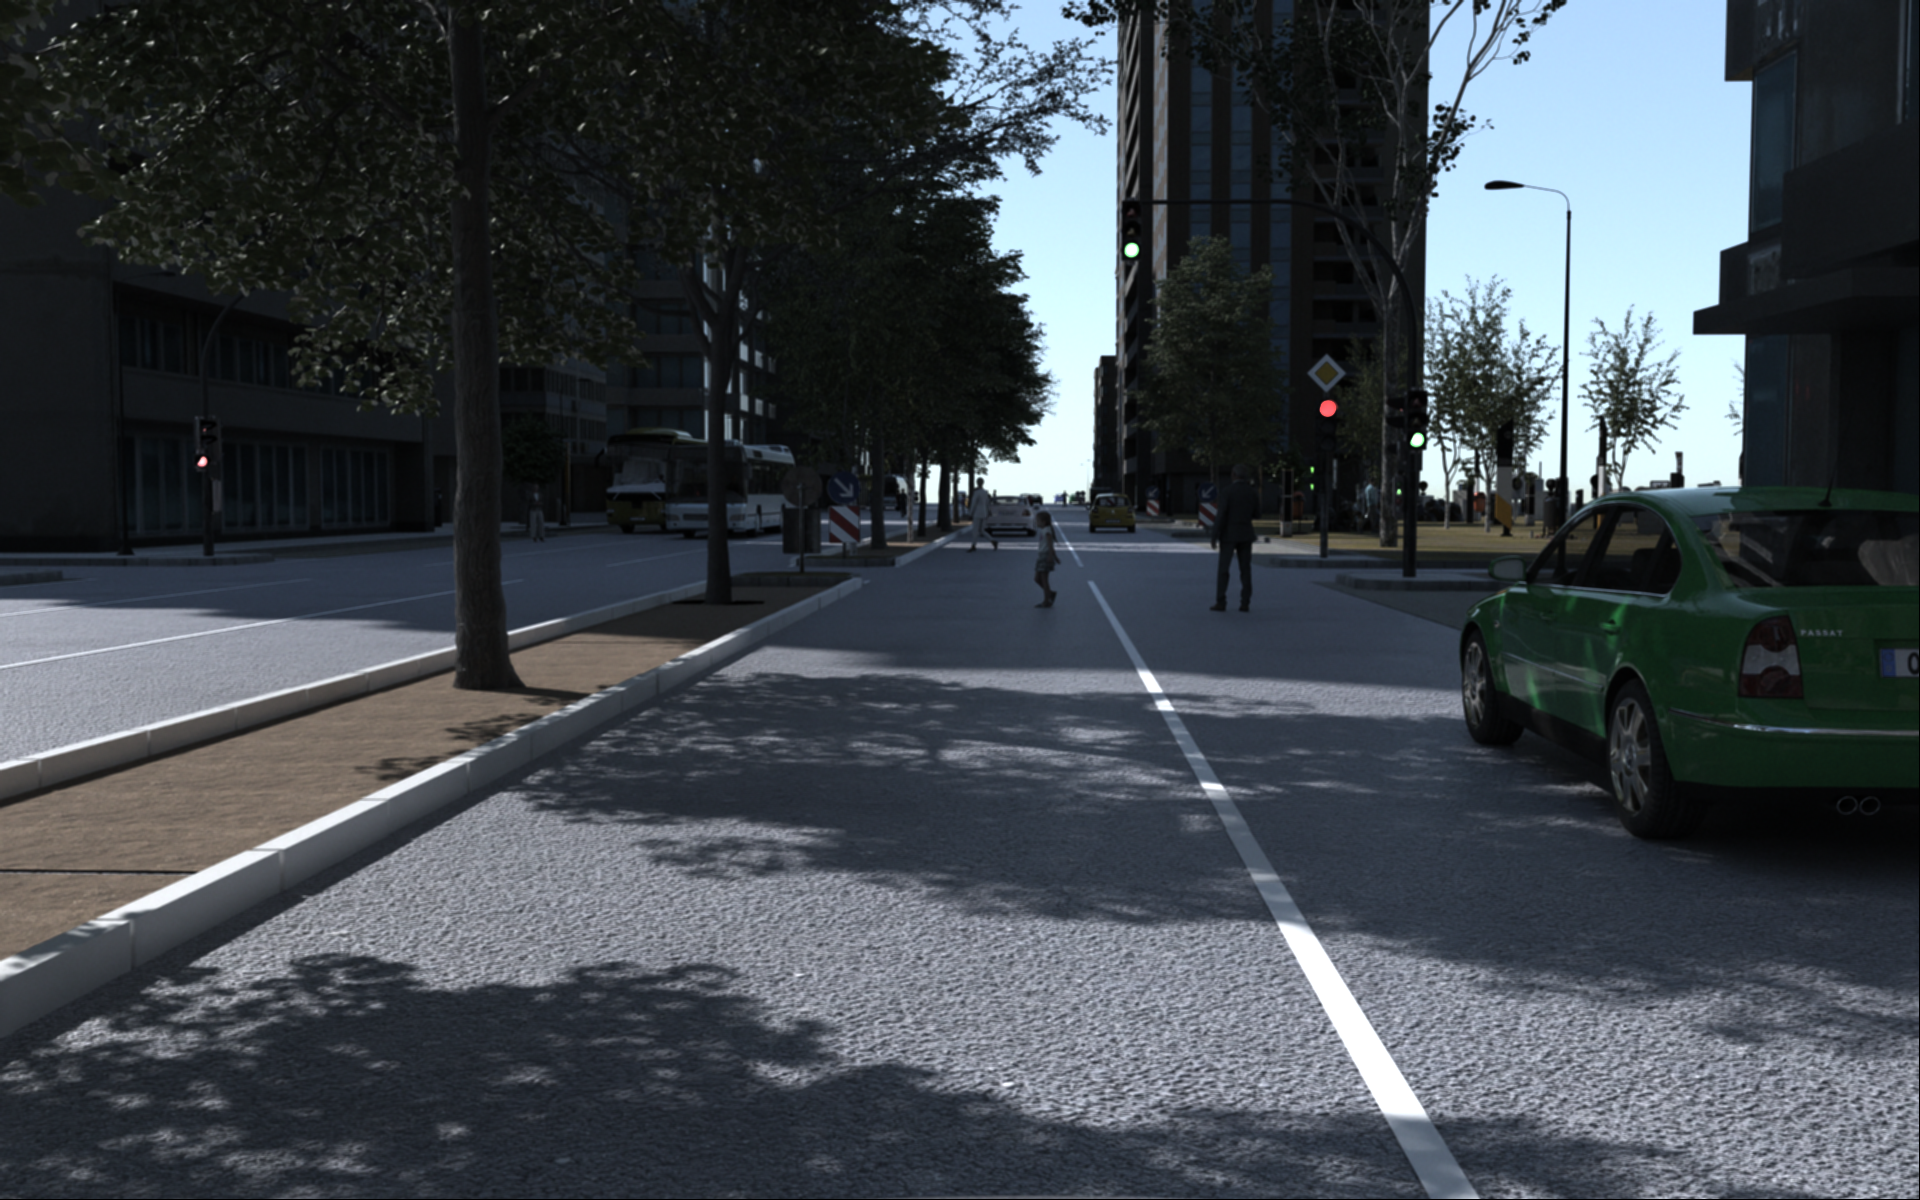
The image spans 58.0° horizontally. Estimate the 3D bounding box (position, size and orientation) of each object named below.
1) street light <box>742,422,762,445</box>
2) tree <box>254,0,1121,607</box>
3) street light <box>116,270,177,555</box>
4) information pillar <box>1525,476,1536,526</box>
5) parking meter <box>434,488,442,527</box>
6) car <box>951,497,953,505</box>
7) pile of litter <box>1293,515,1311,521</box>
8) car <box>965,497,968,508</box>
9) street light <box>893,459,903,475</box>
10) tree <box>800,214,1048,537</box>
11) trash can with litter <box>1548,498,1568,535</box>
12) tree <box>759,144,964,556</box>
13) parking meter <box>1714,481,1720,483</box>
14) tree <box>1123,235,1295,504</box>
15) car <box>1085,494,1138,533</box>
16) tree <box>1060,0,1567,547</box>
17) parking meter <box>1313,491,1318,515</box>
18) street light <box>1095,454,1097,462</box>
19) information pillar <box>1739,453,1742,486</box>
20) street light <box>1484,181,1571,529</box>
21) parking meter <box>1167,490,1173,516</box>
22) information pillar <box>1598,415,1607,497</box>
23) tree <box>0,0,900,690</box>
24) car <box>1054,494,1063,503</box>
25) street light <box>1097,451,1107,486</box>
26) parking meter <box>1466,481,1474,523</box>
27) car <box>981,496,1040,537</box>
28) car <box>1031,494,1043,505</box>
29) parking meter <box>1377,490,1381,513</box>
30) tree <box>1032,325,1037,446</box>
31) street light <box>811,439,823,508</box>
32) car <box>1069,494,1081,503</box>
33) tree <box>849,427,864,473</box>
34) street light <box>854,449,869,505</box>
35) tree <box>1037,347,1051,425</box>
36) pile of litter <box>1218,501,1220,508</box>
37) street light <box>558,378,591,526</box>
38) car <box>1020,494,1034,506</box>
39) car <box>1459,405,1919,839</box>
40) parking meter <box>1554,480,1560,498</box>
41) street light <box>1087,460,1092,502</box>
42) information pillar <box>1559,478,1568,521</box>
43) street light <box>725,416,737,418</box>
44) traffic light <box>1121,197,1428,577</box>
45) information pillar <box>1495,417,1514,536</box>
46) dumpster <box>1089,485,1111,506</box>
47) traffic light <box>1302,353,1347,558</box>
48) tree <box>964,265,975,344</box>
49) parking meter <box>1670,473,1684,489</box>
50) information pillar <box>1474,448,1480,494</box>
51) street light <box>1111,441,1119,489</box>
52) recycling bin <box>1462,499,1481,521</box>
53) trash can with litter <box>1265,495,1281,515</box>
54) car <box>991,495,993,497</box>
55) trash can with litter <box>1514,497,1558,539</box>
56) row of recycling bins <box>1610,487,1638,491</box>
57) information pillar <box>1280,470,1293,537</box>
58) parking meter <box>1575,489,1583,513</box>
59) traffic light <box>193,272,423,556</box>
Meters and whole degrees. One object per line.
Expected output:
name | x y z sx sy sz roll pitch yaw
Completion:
street light | -13.533 -8.540 112.176 1.470 5.913 1.316 0 4 3
tree | -3.160 -6.690 22.213 12.009 13.543 11.850 0 3 0
street light | -16.969 -3.890 36.142 1.470 5.913 1.316 0 4 3
information pillar | 22.937 -3.986 69.666 0.304 2.012 0.304 0 4 -2
parking meter | -20.407 -3.616 67.537 0.372 1.533 0.369 0 3 0
car | -0.088 -13.409 231.038 2.131 1.459 4.920 0 4 3
pile of litter | 16.216 -4.298 84.238 1.176 0.858 1.719 -3 5 -43
car | 1.434 -10.075 174.952 2.015 1.641 3.980 0 4 2
street light | -8.287 -15.738 229.849 1.470 5.913 1.316 0 4 3
tree | -1.333 -7.367 57.325 8.767 10.594 7.601 0 4 3
trash can with litter | 18.634 -2.608 54.030 0.624 1.170 1.055 1 4 18
tree | -2.261 -5.099 36.191 4.737 8.622 4.395 0 3 0
parking meter | 33.844 -4.390 77.490 0.255 1.863 0.399 2 4 28
tree | 11.053 -9.699 76.702 7.486 12.596 7.792 0 3 0
car | 5.754 -3.390 65.645 2.015 1.641 3.980 0 4 4
tree | 9.294 -11.407 42.400 12.611 20.169 13.585 0 3 0
parking meter | 22.171 -6.264 108.124 0.255 1.863 0.399 0 4 4
street light | 16.312 -13.918 200.093 1.470 5.913 1.316 0 4 3
information pillar | 41.757 -6.192 92.591 0.183 3.616 0.504 0 4 5
street light | 8.473 -3.258 25.814 1.470 5.913 1.316 0 4 3
parking meter | 12.189 -5.634 100.525 0.372 1.533 0.369 0 3 0
information pillar | 18.908 -3.648 50.998 0.183 3.616 0.504 0 4 4
tree | -3.434 -5.591 11.992 7.486 12.596 7.792 0 3 0
car | 15.388 -15.715 266.522 1.945 1.707 3.694 0 4 2
street light | 15.642 -12.995 185.005 1.470 5.913 1.316 0 4 3
parking meter | 22.504 -4.322 76.375 0.255 1.863 0.399 2 4 25
car | 1.698 -2.899 59.759 2.083 1.381 4.827 0 4 4
car | 10.081 -13.429 231.365 2.131 1.459 4.920 0 4 1
parking meter | 23.458 -5.416 96.970 0.372 1.533 0.369 0 3 0
tree | -2.023 -7.549 44.003 7.486 12.596 7.792 0 3 0
street light | -12.027 -10.617 146.121 1.470 5.913 1.316 0 4 3
car | 17.534 -15.586 263.632 1.959 1.807 4.718 0 4 2
tree | -11.904 -14.399 185.790 4.360 8.622 3.978 0 3 0
street light | -10.449 -12.710 180.346 1.470 5.913 1.316 0 4 3
tree | -0.439 -8.860 65.441 7.486 12.596 7.792 0 3 0
pile of litter | 15.427 -5.553 104.751 1.719 0.858 1.176 -3 4 -38
street light | -15.491 -5.942 69.688 1.470 5.913 1.316 0 4 3
car | 7.966 -12.311 210.322 2.155 1.783 4.494 0 4 1
car | 3.752 0.017 8.523 1.959 1.807 4.718 0 4 3
parking meter | 21.947 -3.524 63.335 0.399 1.863 0.255 1 4 13
street light | 17.869 -16.037 234.744 1.470 5.913 1.316 0 4 3
information pillar | 26.881 -4.446 77.182 0.304 2.012 0.304 -3 4 -36
street light | -13.995 -7.993 103.232 1.470 5.913 1.316 0 4 3
traffic light | 4.846 -3.183 26.703 4.771 5.953 1.251 0 4 3
information pillar | 16.498 -3.736 52.441 0.504 3.616 0.183 1 4 9
dumpster | 12.806 -9.365 158.074 1.985 2.255 1.502 0 4 4
traffic light | 7.300 -2.802 34.727 0.839 4.253 0.868 0 4 3
tree | -1.470 -5.962 50.304 4.737 8.622 4.395 0 3 0
parking meter | 19.728 -2.567 47.675 0.255 1.863 0.399 3 5 44
information pillar | 25.534 -5.764 85.598 0.183 3.616 0.504 0 4 -3
street light | 13.921 -10.906 150.858 1.470 5.913 1.316 0 4 3
recycling bin | 24.327 -4.271 82.388 0.722 1.027 0.722 3 4 36
trash can with litter | 19.804 -5.951 108.359 2.233 1.210 1.678 2 4 34
car | 4.593 -14.887 255.987 1.945 1.354 3.894 0 4 1
trash can with litter | 16.996 -2.350 49.483 1.678 1.210 2.233 -1 4 -16
row of recycling bins | 36.733 -5.357 94.698 3.534 1.692 1.069 2 4 33
information pillar | 9.793 -2.900 51.915 0.304 2.012 0.304 0 4 -3
parking meter | 32.914 -5.115 92.048 0.372 1.533 0.369 0 3 0
traffic light | -13.445 -3.732 35.681 4.771 5.953 1.251 0 4 3
